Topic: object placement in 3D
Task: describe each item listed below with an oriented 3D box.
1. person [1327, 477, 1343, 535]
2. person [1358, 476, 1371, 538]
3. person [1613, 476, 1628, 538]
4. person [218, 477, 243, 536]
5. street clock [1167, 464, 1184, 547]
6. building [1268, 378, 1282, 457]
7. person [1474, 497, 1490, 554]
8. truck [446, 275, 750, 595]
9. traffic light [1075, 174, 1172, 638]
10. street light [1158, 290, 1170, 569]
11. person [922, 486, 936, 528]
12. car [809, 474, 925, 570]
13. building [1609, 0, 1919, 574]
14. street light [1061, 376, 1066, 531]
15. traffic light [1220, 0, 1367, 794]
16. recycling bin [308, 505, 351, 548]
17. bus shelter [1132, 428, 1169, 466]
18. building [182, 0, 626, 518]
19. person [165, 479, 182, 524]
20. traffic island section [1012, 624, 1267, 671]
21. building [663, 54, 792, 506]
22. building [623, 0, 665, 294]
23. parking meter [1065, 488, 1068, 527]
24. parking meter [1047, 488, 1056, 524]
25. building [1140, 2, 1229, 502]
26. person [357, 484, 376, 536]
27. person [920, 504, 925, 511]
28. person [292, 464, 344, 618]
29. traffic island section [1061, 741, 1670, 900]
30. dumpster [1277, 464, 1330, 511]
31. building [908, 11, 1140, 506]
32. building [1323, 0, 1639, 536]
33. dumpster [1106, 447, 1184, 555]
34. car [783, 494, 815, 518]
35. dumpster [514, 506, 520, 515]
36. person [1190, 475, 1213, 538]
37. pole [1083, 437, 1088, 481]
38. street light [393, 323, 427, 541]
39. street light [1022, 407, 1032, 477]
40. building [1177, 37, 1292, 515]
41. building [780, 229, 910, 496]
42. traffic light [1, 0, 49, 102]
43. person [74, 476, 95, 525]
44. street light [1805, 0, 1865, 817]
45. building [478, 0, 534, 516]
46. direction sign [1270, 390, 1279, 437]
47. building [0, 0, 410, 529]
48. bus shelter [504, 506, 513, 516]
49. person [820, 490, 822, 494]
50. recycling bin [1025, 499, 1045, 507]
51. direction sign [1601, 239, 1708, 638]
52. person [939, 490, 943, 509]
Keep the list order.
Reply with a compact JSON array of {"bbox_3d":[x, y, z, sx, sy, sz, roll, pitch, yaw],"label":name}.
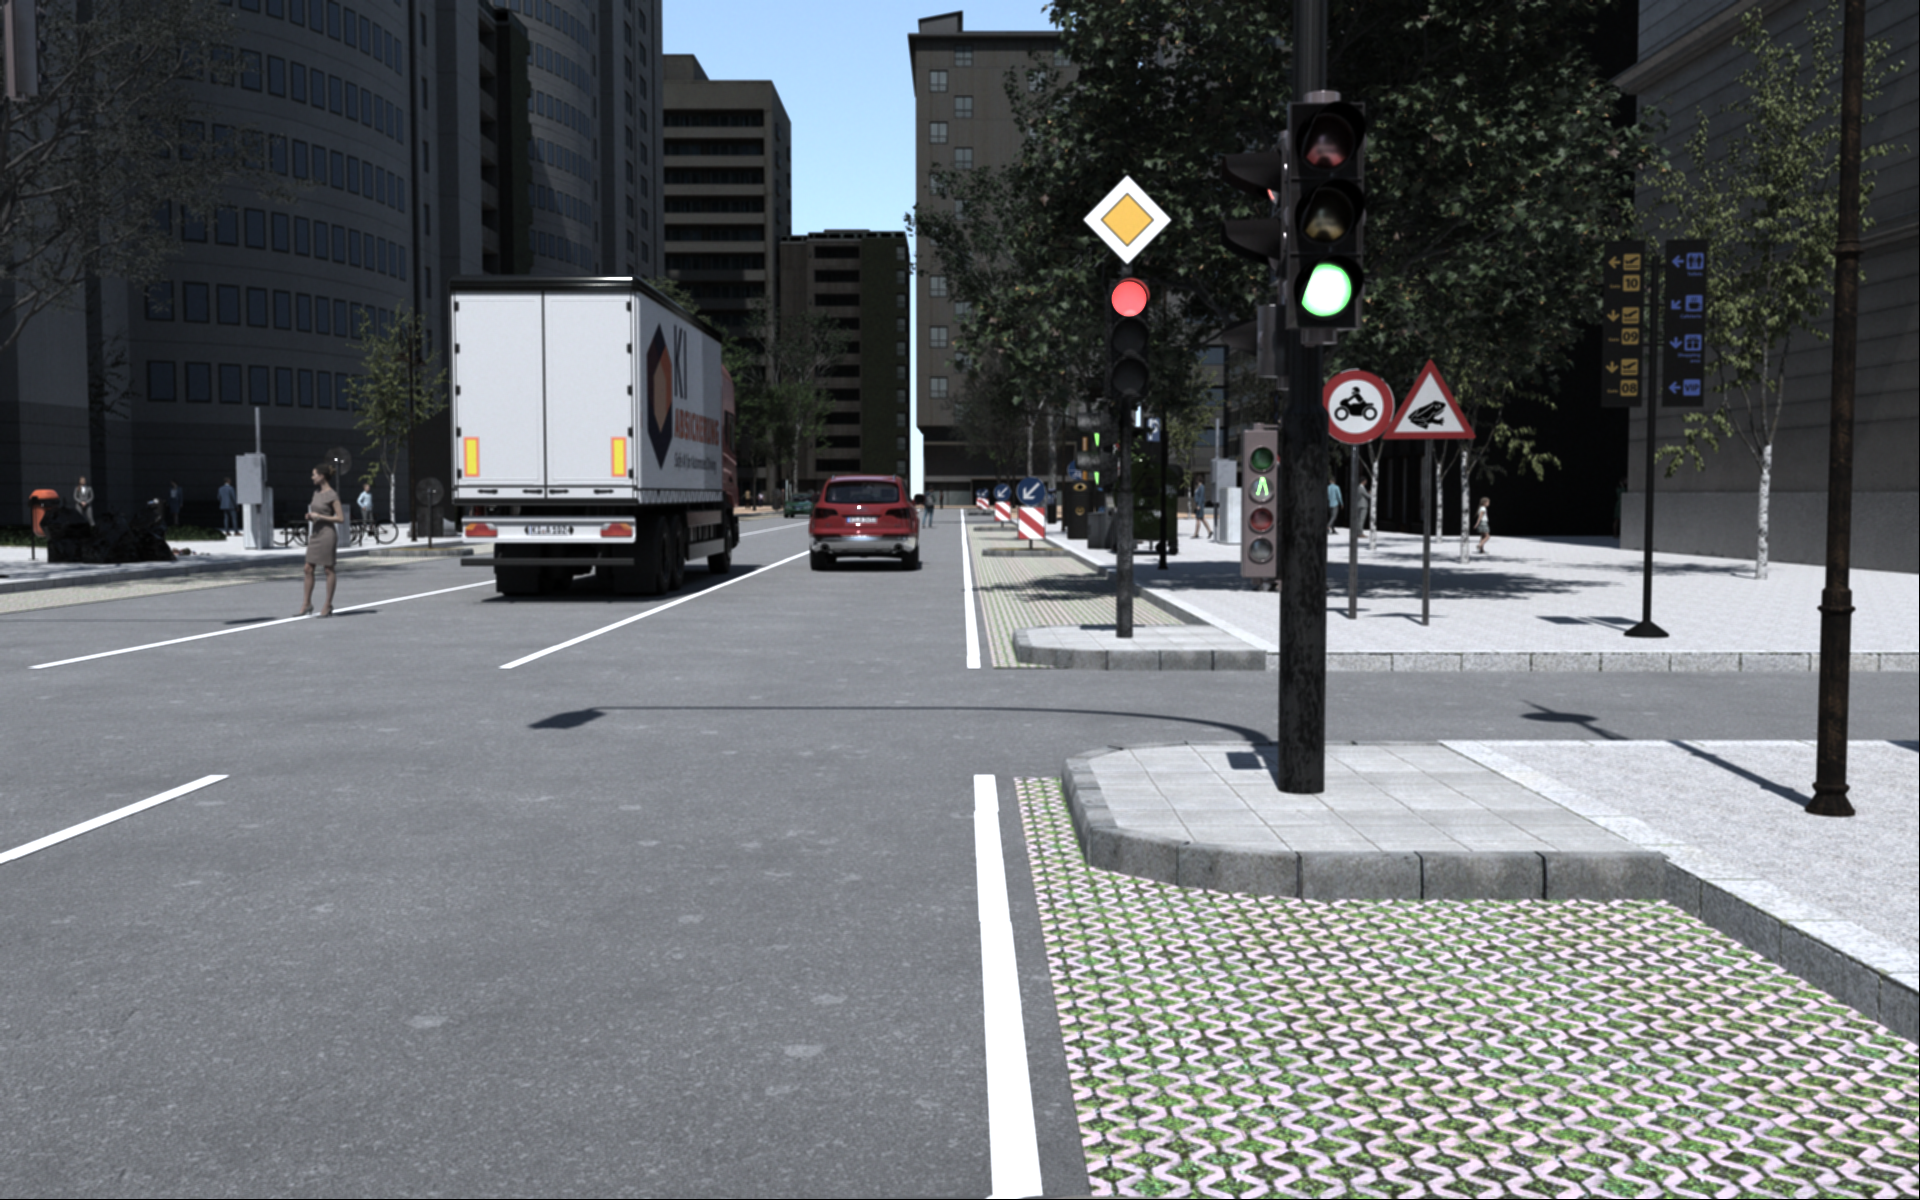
[{"bbox_3d":[11.775,-3.001,54.966,0.748,1.841,0.638,-2,4,-33],"label":"person"},{"bbox_3d":[11.919,-2.741,51.037,0.466,1.800,0.511,-1,4,-16],"label":"person"},{"bbox_3d":[19.260,-2.694,50.336,0.600,1.795,0.529,-2,4,-34],"label":"person"},{"bbox_3d":[-22.446,-2.875,53.229,0.721,1.800,0.419,1,4,10],"label":"person"},{"bbox_3d":[5.181,-2.297,42.132,0.471,2.002,0.358,2,4,34],"label":"street clock"},{"bbox_3d":[23.016,-13.146,82.390,16.820,18.784,16.811,0,3,0],"label":"building"},{"bbox_3d":[11.183,-1.601,37.239,0.382,1.210,0.505,0,4,1],"label":"person"},{"bbox_3d":[-5.329,-2.377,27.770,2.839,4.237,11.283,0,3,0],"label":"truck"},{"bbox_3d":[1.453,-1.619,15.391,0.839,4.253,0.868,0,3,0],"label":"traffic light"},{"bbox_3d":[3.463,-3.461,29.383,0.468,5.910,1.993,0,3,0],"label":"street light"},{"bbox_3d":[-1.295,-3.914,72.835,0.623,1.781,0.721,1,4,16],"label":"person"},{"bbox_3d":[-1.831,-1.559,34.158,2.281,1.827,5.304,0,4,-1],"label":"car"},{"bbox_3d":[26.457,-15.012,32.838,23.554,28.519,14.401,0,3,0],"label":"building"},{"bbox_3d":[3.568,-5.308,59.581,0.468,5.910,1.993,0,3,0],"label":"street light"},{"bbox_3d":[-0.642,-1.994,7.265,4.771,5.953,1.251,0,3,0],"label":"traffic light"},{"bbox_3d":[-14.977,-1.749,41.152,0.722,1.027,0.722,0,4,6],"label":"recycling bin"},{"bbox_3d":[6.424,-4.382,62.921,1.731,3.624,6.357,0,3,0],"label":"bus shelter"},{"bbox_3d":[-36.195,-35.271,118.684,21.231,58.520,28.212,0,3,0],"label":"building"},{"bbox_3d":[-27.914,-3.400,61.661,0.581,1.822,0.654,1,4,13],"label":"person"},{"bbox_3d":[1.493,0.414,15.505,2.009,0.180,2.903,0,3,0],"label":"traffic island section"},{"bbox_3d":[-30.420,-34.951,195.150,21.600,48.544,21.300,0,3,0],"label":"building"},{"bbox_3d":[-36.487,-43.211,144.754,20.611,71.187,20.563,0,3,0],"label":"building"},{"bbox_3d":[4.187,-3.642,67.952,0.372,1.533,0.369,0,3,0],"label":"parking meter"},{"bbox_3d":[3.962,-4.059,74.777,0.372,1.533,0.369,0,3,0],"label":"parking meter"},{"bbox_3d":[25.310,-36.593,140.295,21.231,58.520,28.212,0,3,0],"label":"building"},{"bbox_3d":[-18.390,-2.804,53.697,0.330,1.601,0.589,3,4,36],"label":"person"},{"bbox_3d":[-3.288,-8.297,147.336,0.799,1.438,0.628,-1,4,-12],"label":"person"},{"bbox_3d":[-7.441,-0.688,20.086,0.599,1.781,0.374,2,4,33],"label":"person"},{"bbox_3d":[1.490,0.903,7.520,2.009,0.180,2.903,0,3,0],"label":"traffic island section"},{"bbox_3d":[6.090,-1.613,32.124,1.264,1.857,1.865,0,3,0],"label":"dumpster"},{"bbox_3d":[8.236,-37.271,198.623,27.495,52.752,28.713,0,3,0],"label":"building"},{"bbox_3d":[20.499,-14.096,60.150,12.332,23.373,15.834,0,3,0],"label":"building"},{"bbox_3d":[3.947,-2.112,37.032,1.502,2.255,1.985,0,4,0],"label":"dumpster"},{"bbox_3d":[-9.648,-5.749,105.800,2.131,1.459,4.920,0,4,1],"label":"car"},{"bbox_3d":[-16.981,-3.859,68.856,1.264,1.857,1.865,0,3,0],"label":"dumpster"},{"bbox_3d":[6.990,-2.692,50.086,0.654,1.822,0.581,1,4,20],"label":"person"},{"bbox_3d":[4.491,-4.176,62.117,0.158,3.312,0.155,0,3,0],"label":"pole"},{"bbox_3d":[-14.800,-4.526,46.785,0.468,5.910,1.993,0,3,0],"label":"street light"},{"bbox_3d":[3.497,-7.180,90.185,0.468,5.910,1.993,0,3,0],"label":"street light"},{"bbox_3d":[31.068,-25.850,114.529,32.217,40.220,23.993,0,3,0],"label":"building"},{"bbox_3d":[-12.568,-25.695,191.812,14.107,30.474,14.160,0,3,0],"label":"building"},{"bbox_3d":[-10.616,-2.492,15.415,4.771,5.953,1.251,0,3,0],"label":"traffic light"},{"bbox_3d":[-25.048,-2.647,49.603,0.520,1.790,0.573,-3,5,-40],"label":"person"},{"bbox_3d":[3.501,-2.080,6.789,0.468,5.910,1.993,0,3,0],"label":"street light"},{"bbox_3d":[-32.932,-19.983,98.418,14.160,30.474,14.107,0,3,0],"label":"building"},{"bbox_3d":[6.896,-2.818,38.071,0.379,3.537,0.876,0,4,0],"label":"direction sign"},{"bbox_3d":[-35.201,-32.577,74.636,21.231,58.520,28.212,0,3,0],"label":"building"},{"bbox_3d":[-17.699,-5.011,73.207,1.731,3.624,6.357,0,3,0],"label":"bus shelter"},{"bbox_3d":[-12.586,-9.057,156.667,0.705,1.814,1.350,2,4,31],"label":"person"},{"bbox_3d":[3.721,-4.476,85.733,0.722,1.027,0.722,3,4,39],"label":"recycling bin"},{"bbox_3d":[6.198,-1.439,15.533,0.876,3.537,0.379,0,4,7],"label":"direction sign"},{"bbox_3d":[-1.818,-9.637,166.032,0.705,1.831,1.348,0,4,2],"label":"person"}]
